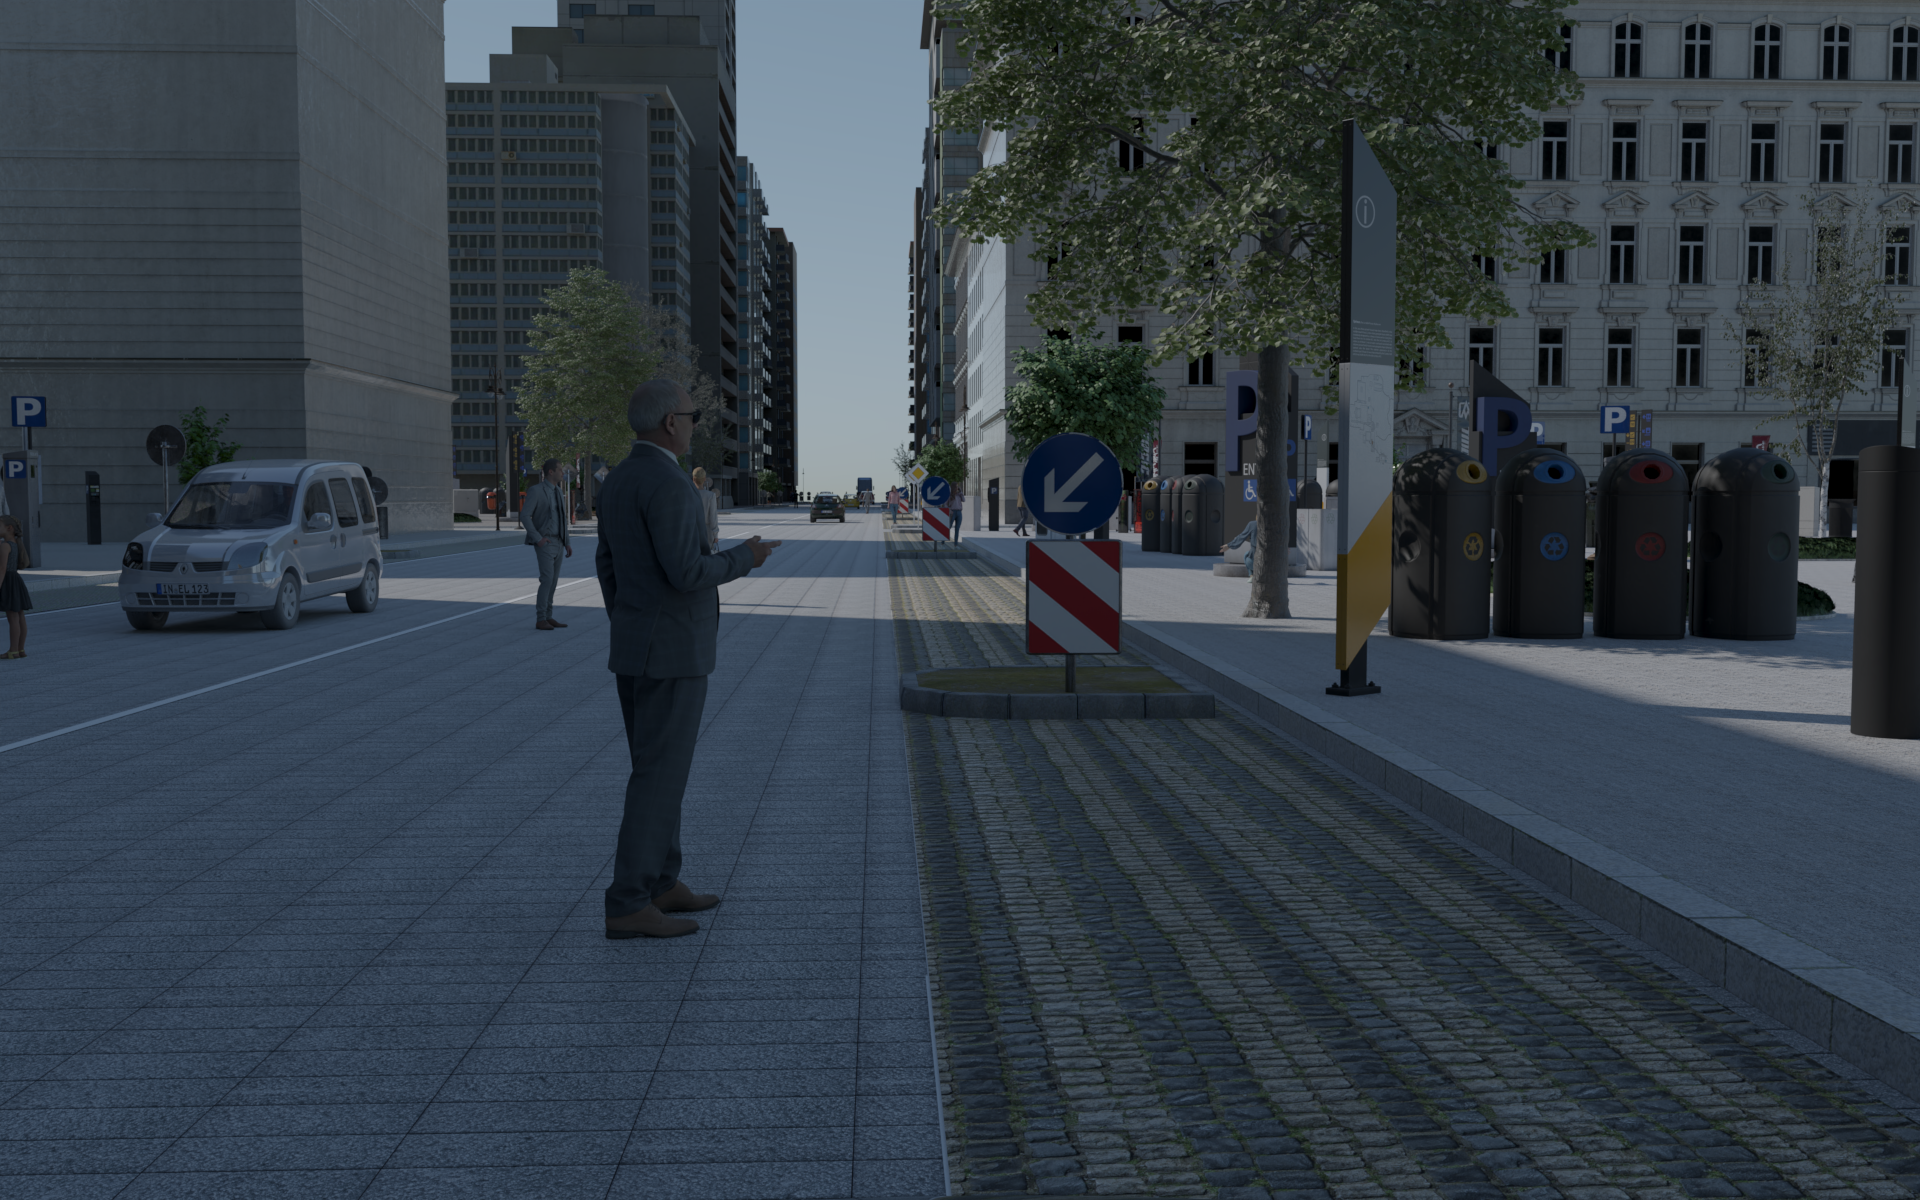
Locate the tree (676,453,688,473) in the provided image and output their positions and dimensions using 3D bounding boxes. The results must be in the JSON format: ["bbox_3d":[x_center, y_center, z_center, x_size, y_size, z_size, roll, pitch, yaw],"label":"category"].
[{"bbox_3d":[-18.491,-7.628,108.434,4.285,4.588,4.351,0,3,0],"label":"tree"}]

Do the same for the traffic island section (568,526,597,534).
[{"bbox_3d":[-14.323,-2.510,63.323,2.009,0.180,2.903,0,4,-3],"label":"traffic island section"}]

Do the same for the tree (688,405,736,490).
[{"bbox_3d":[-19.924,-11.376,136.353,4.360,8.622,3.978,0,3,0],"label":"tree"}]

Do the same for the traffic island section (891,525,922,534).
[{"bbox_3d":[-1.495,-2.546,63.910,2.009,0.180,2.903,0,4,-3],"label":"traffic island section"}]

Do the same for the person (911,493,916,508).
[{"bbox_3d":[-4.343,-9.474,161.489,0.434,1.755,0.990,1,4,14],"label":"person"}]

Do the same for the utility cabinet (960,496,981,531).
[{"bbox_3d":[0.368,-3.006,60.308,0.306,1.237,1.020,-2,4,-28],"label":"utility cabinet"}]

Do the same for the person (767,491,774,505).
[{"bbox_3d":[-23.389,-12.552,212.063,1.217,1.735,0.721,-1,4,-22],"label":"person"}]

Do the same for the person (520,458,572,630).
[{"bbox_3d":[-4.397,-0.605,18.496,0.391,1.810,0.635,1,4,13],"label":"person"}]

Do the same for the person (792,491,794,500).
[{"bbox_3d":[-25.645,-15.896,265.921,0.705,1.826,1.348,1,4,20],"label":"person"}]

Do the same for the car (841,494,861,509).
[{"bbox_3d":[-10.383,-9.432,164.438,2.015,1.641,3.980,0,4,-4],"label":"car"}]

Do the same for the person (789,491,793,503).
[{"bbox_3d":[-25.000,-15.247,256.253,0.541,1.710,0.530,3,4,37],"label":"person"}]

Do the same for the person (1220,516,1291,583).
[{"bbox_3d":[4.254,-0.823,25.000,1.012,1.151,0.738,1,4,12],"label":"person"}]

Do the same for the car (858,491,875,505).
[{"bbox_3d":[-12.583,-13.788,234.101,2.281,1.827,5.304,0,4,-4],"label":"car"}]

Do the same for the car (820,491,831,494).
[{"bbox_3d":[-18.596,-14.129,239.674,2.281,1.827,5.304,0,4,-4],"label":"car"}]

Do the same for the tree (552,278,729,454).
[{"bbox_3d":[-18.536,-11.575,99.614,12.009,13.543,11.850,0,3,0],"label":"tree"}]

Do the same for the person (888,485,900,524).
[{"bbox_3d":[-2.875,-4.076,75.154,0.555,1.821,0.388,-1,4,-17],"label":"person"}]

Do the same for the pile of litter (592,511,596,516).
[{"bbox_3d":[-20.909,-5.286,100.395,1.719,0.858,1.176,-1,4,-22],"label":"pile of litter"}]

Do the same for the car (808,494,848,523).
[{"bbox_3d":[-6.689,-4.761,87.628,2.009,1.686,4.222,0,4,-3],"label":"car"}]

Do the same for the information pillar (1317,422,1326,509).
[{"bbox_3d":[11.471,-3.876,54.720,0.183,3.616,0.504,-2,4,-28],"label":"information pillar"}]

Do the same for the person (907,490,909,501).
[{"bbox_3d":[-6.654,-13.064,220.190,0.434,1.755,0.990,-1,4,-8],"label":"person"}]

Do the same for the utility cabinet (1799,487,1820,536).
[{"bbox_3d":[25.279,-2.666,52.261,0.318,1.500,1.173,-2,4,-35],"label":"utility cabinet"}]

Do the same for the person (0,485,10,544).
[{"bbox_3d":[-15.022,-1.220,26.741,0.760,1.731,0.466,0,4,8],"label":"person"}]

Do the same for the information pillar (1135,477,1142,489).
[{"bbox_3d":[7.448,-4.155,72.424,0.304,2.012,0.304,0,4,7],"label":"information pillar"}]

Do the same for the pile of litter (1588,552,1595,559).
[{"bbox_3d":[10.396,-0.880,28.346,1.176,0.858,1.719,1,4,15],"label":"pile of litter"}]

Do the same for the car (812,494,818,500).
[{"bbox_3d":[-17.428,-12.556,217.092,2.131,1.459,4.920,0,4,-4],"label":"car"}]

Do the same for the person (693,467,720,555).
[{"bbox_3d":[-3.450,-0.845,22.670,0.694,1.780,0.624,1,4,18],"label":"person"}]

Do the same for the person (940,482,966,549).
[{"bbox_3d":[-0.220,-2.176,44.674,0.593,1.750,0.643,-2,4,-30],"label":"person"}]

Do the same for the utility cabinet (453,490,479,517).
[{"bbox_3d":[-24.201,-4.657,84.817,1.173,1.500,0.318,-1,4,-23],"label":"utility cabinet"}]

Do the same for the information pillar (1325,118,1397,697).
[{"bbox_3d":[2.589,-1.206,11.072,0.504,3.616,0.183,-3,5,-41],"label":"information pillar"}]

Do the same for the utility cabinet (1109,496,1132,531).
[{"bbox_3d":[5.560,-3.054,61.089,1.020,1.237,0.306,3,5,41],"label":"utility cabinet"}]

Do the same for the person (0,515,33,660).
[{"bbox_3d":[-8.262,-0.112,15.000,0.373,1.253,0.362,0,4,-6],"label":"person"}]

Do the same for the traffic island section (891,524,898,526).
[{"bbox_3d":[-1.865,-3.034,71.887,2.009,0.180,2.903,0,4,-3],"label":"traffic island section"}]

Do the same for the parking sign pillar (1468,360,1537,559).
[{"bbox_3d":[10.954,-2.844,34.968,1.447,3.967,1.447,-1,4,-13],"label":"parking sign pillar"}]

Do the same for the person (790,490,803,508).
[{"bbox_3d":[-16.426,-10.116,173.533,1.348,1.869,0.705,0,4,-6],"label":"person"}]

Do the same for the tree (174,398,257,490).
[{"bbox_3d":[-15.123,-2.433,34.377,1.663,3.219,1.824,0,3,0],"label":"tree"}]

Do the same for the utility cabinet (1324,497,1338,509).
[{"bbox_3d":[8.752,-1.713,39.166,1.020,1.237,0.306,0,4,0],"label":"utility cabinet"}]

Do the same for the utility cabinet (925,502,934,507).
[{"bbox_3d":[-1.858,-5.920,107.955,0.306,1.237,1.020,2,4,25],"label":"utility cabinet"}]

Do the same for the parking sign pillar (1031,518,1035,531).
[{"bbox_3d":[3.209,-4.380,60.085,1.447,3.967,1.447,1,4,11],"label":"parking sign pillar"}]

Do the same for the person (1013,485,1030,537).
[{"bbox_3d":[1.914,-2.840,52.392,0.656,1.842,0.836,3,5,41],"label":"person"}]

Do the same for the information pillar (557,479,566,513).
[{"bbox_3d":[-16.361,-4.066,70.976,0.304,2.012,0.304,1,4,22],"label":"information pillar"}]

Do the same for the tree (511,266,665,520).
[{"bbox_3d":[-18.234,-10.297,86.480,7.486,12.596,7.792,0,3,0],"label":"tree"}]

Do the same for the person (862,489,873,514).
[{"bbox_3d":[-6.705,-7.150,125.519,0.709,1.813,0.853,-1,4,-19],"label":"person"}]

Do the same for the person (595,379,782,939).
[{"bbox_3d":[-0.916,0.181,5.720,0.590,1.801,0.661,-2,4,-33],"label":"person"}]

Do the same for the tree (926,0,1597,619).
[{"bbox_3d":[3.264,-6.113,18.072,7.486,12.596,7.792,0,3,0],"label":"tree"}]

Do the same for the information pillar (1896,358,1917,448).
[{"bbox_3d":[16.370,-2.364,30.007,0.504,3.616,0.183,-2,4,-34],"label":"information pillar"}]

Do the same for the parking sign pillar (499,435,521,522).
[{"bbox_3d":[-20.713,-5.606,80.131,1.447,3.967,1.447,-1,4,-21],"label":"parking sign pillar"}]

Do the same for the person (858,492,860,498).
[{"bbox_3d":[-13.969,-14.264,242.426,0.721,1.736,1.217,2,4,26],"label":"person"}]

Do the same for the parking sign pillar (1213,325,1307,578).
[{"bbox_3d":[4.705,-2.361,27.079,1.447,3.967,1.447,-2,4,-29],"label":"parking sign pillar"}]
